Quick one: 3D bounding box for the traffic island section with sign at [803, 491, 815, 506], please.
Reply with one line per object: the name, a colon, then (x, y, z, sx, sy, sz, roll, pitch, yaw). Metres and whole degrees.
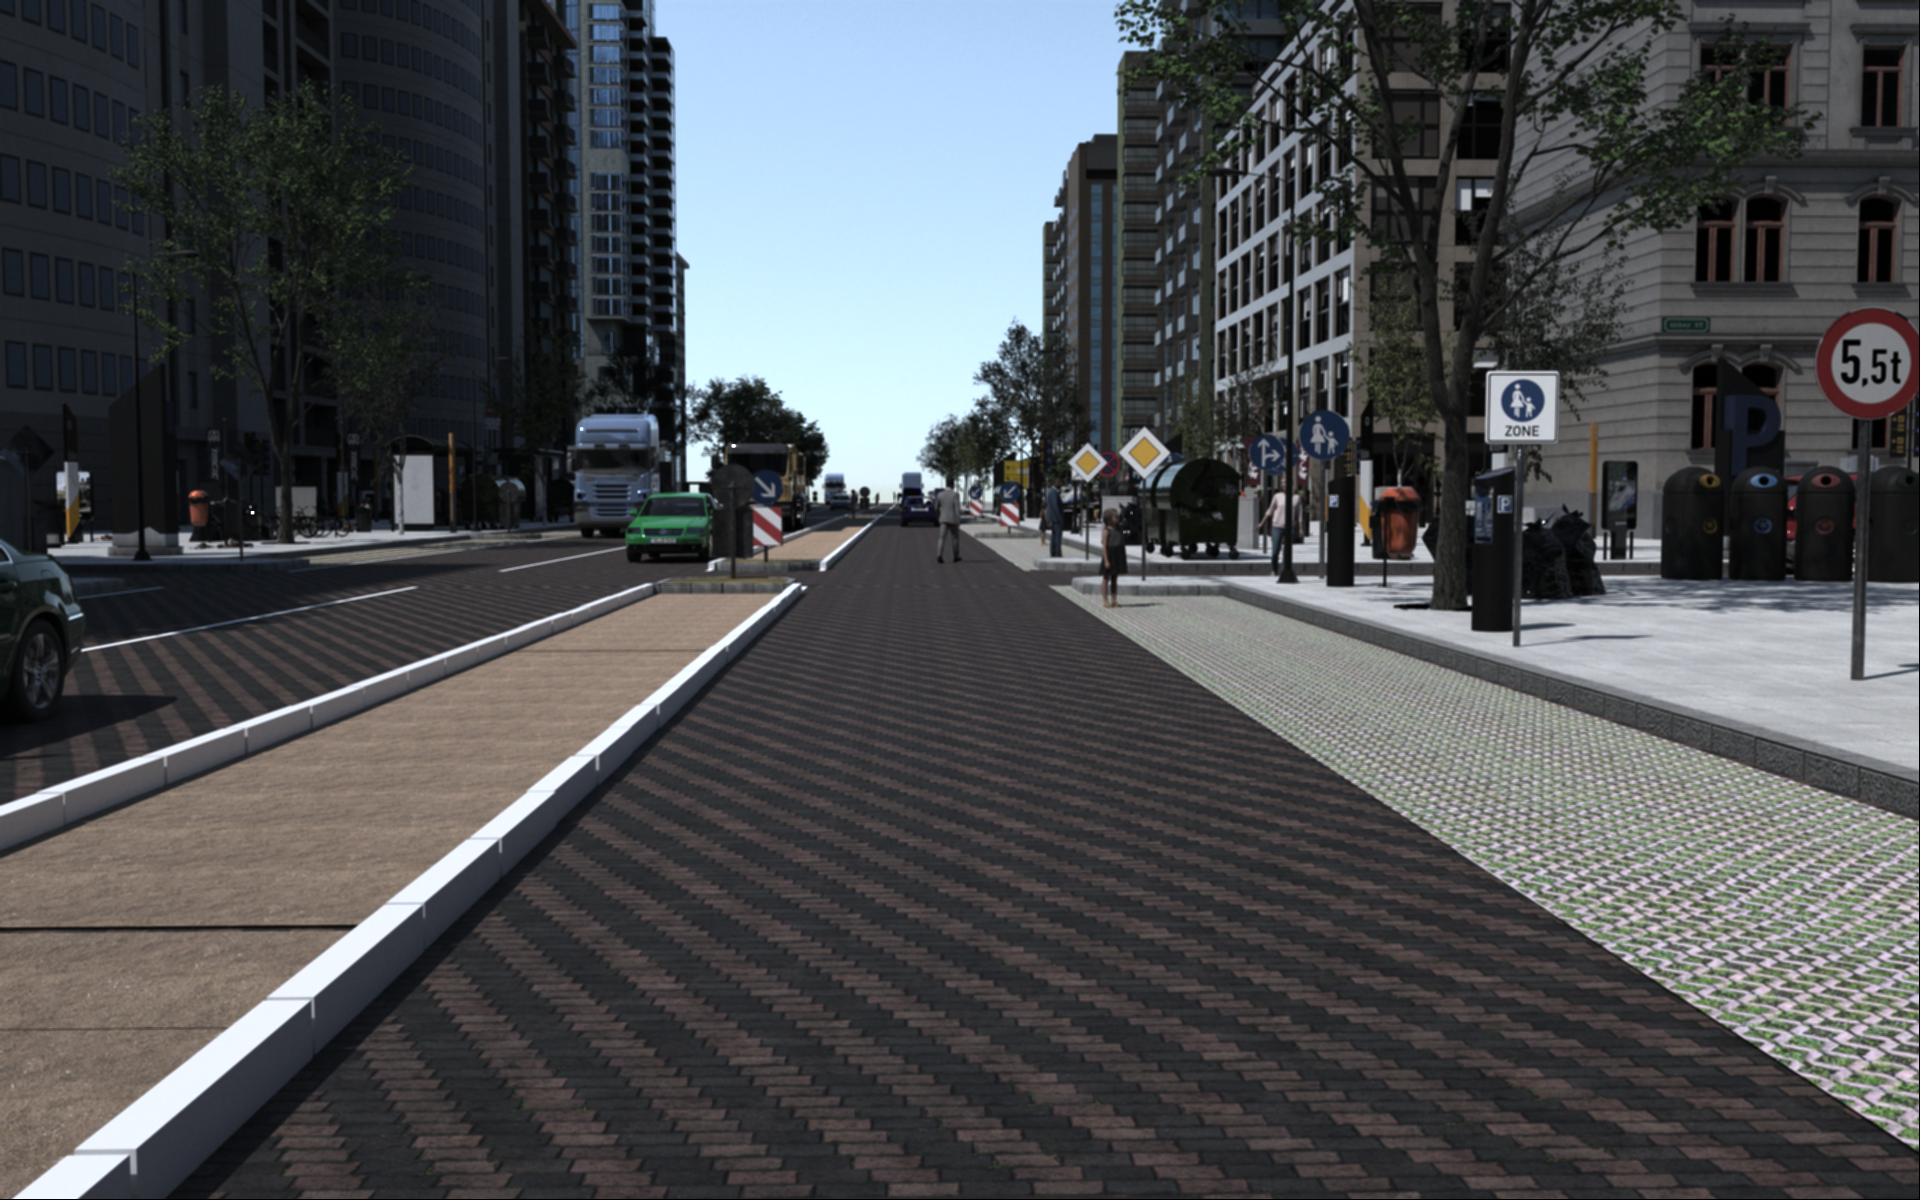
traffic island section with sign: (-19.353, -12.612, 214.840, 1.989, 1.847, 2.006, 0, 4, -2)

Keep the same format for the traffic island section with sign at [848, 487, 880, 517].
traffic island section with sign: (-5.970, -6.118, 108.160, 2.006, 1.907, 1.989, 0, 4, -2)

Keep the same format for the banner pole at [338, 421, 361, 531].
banner pole: (-21.084, -4.271, 59.840, 0.863, 3.779, 0.401, -3, 4, -38)

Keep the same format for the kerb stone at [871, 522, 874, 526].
kerb stone: (-3.824, -3.111, 73.065, 0.120, 0.150, 1.000, 0, 4, -2)

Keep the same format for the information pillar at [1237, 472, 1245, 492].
information pillar: (9.134, -3.201, 56.823, 0.304, 2.012, 0.304, 2, 4, 32)

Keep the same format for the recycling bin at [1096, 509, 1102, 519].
recycling bin: (7.503, -4.758, 90.341, 0.722, 1.027, 0.722, 1, 4, 20)

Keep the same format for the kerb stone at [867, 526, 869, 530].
kerb stone: (-3.571, -2.610, 64.873, 0.120, 0.150, 1.000, 0, 4, -2)

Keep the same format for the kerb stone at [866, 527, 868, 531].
kerb stone: (-3.508, -2.482, 62.810, 0.120, 0.150, 1.000, 0, 4, -2)

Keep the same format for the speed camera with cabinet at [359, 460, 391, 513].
speed camera with cabinet: (-31.018, -5.983, 92.165, 0.660, 3.252, 2.038, 3, 5, 40)

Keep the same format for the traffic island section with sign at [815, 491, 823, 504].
traffic island section with sign: (-20.186, -14.274, 242.011, 1.989, 1.847, 2.006, 0, 4, -2)

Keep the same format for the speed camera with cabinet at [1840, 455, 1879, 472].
speed camera with cabinet: (22.199, -2.882, 41.455, 2.038, 3.252, 0.660, 0, 4, 1)

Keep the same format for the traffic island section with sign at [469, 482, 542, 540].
traffic island section with sign: (-14.437, -2.847, 55.181, 1.989, 1.847, 2.006, 0, 4, -2)

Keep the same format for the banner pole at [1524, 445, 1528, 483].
banner pole: (14.968, -3.422, 45.964, 0.401, 3.779, 0.863, 2, 4, 32)

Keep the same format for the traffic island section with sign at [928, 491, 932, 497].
traffic island section with sign: (-1.746, -9.290, 160.526, 1.989, 1.847, 2.006, 0, 4, -2)

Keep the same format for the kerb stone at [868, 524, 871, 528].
kerb stone: (-3.674, -2.799, 67.954, 0.120, 0.150, 1.000, 0, 4, -2)

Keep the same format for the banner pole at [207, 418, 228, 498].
banner pole: (-24.331, -4.092, 56.921, 0.401, 3.779, 0.863, 3, 4, 38)

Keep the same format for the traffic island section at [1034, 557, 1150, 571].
traffic island section: (2.487, -0.691, 33.584, 2.009, 0.180, 2.903, 0, 4, -2)

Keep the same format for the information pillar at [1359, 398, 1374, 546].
information pillar: (10.002, -3.135, 42.606, 0.183, 3.616, 0.504, -1, 4, -16)

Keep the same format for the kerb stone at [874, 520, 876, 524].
kerb stone: (-3.984, -3.424, 78.199, 0.120, 0.150, 1.000, 0, 4, -2)

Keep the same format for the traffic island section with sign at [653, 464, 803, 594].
traffic island section with sign: (-3.432, -1.071, 25.653, 2.006, 1.907, 1.989, 0, 4, -2)

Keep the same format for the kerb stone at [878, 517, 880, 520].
kerb stone: (-4.305, -4.053, 88.455, 0.120, 0.150, 1.000, 0, 4, -2)

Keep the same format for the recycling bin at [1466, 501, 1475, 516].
recycling bin: (19.779, -3.313, 66.722, 0.722, 1.027, 0.722, -2, 4, -33)

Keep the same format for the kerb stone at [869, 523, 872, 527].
kerb stone: (-3.734, -2.924, 69.997, 0.120, 0.150, 1.000, 0, 4, -2)

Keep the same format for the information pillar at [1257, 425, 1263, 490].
information pillar: (10.201, -4.134, 58.951, 0.183, 3.616, 0.504, 0, 4, -5)

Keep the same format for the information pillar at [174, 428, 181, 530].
information pillar: (-27.688, -4.272, 61.199, 0.183, 3.616, 0.504, -2, 4, -26)

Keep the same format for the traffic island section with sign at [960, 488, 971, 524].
traffic island section with sign: (0.612, -4.574, 83.406, 1.989, 1.847, 2.006, 0, 4, -2)

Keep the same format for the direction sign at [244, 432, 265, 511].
direction sign: (-26.049, -4.382, 63.637, 0.876, 3.537, 0.379, 3, 5, 44)

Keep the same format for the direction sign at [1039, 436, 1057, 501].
direction sign: (3.365, -4.666, 68.283, 0.379, 3.537, 0.876, -2, 4, -30)

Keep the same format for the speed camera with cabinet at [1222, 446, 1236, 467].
speed camera with cabinet: (10.923, -4.746, 71.927, 0.660, 3.252, 2.038, -1, 4, -17)

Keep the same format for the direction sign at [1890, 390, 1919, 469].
direction sign: (20.113, -2.734, 36.704, 0.379, 3.537, 0.876, -2, 4, -28)

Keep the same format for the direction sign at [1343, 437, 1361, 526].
direction sign: (15.646, -4.702, 68.868, 0.876, 3.537, 0.379, 3, 4, 36)

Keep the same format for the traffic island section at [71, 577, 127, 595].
traffic island section: (-13.501, -0.173, 25.110, 2.009, 0.180, 2.903, 0, 4, -2)

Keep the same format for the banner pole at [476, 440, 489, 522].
banner pole: (-21.934, -5.498, 79.901, 0.401, 3.779, 0.863, 0, 4, -3)

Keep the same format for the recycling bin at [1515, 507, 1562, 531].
recycling bin: (11.066, -1.270, 33.311, 0.722, 1.027, 0.722, -1, 4, -21)

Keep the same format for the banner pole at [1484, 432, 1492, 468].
banner pole: (21.171, -4.838, 69.124, 0.863, 3.779, 0.401, 1, 4, 21)

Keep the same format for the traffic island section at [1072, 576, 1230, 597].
traffic island section: (2.733, -0.203, 25.603, 2.009, 0.180, 2.903, 0, 4, -2)

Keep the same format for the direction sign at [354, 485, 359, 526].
direction sign: (-24.326, -4.768, 69.947, 0.379, 3.537, 0.876, 0, 4, -6)

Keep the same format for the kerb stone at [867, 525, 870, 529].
kerb stone: (-3.601, -2.671, 65.899, 0.120, 0.150, 1.000, 0, 4, -2)

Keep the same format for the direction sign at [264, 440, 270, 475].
direction sign: (-29.092, -4.903, 72.161, 0.379, 3.537, 0.876, 2, 4, 23)

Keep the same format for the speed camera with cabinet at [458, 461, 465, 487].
speed camera with cabinet: (-29.421, -6.784, 105.251, 2.038, 3.252, 0.660, -2, 4, -31)

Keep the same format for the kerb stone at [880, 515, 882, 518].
kerb stone: (-4.516, -4.483, 95.635, 0.120, 0.150, 1.000, 0, 4, -2)

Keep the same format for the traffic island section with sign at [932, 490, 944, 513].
traffic island section with sign: (-0.917, -7.643, 133.583, 1.989, 1.847, 2.006, 0, 4, -2)

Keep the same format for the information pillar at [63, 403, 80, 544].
information pillar: (-22.941, -3.263, 44.703, 0.183, 3.616, 0.504, 0, 4, 4)

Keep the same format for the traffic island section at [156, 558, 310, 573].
traffic island section: (-13.746, -0.661, 33.092, 2.009, 0.180, 2.903, 0, 4, -2)

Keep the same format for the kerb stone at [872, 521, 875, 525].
kerb stone: (-3.880, -3.237, 75.115, 0.120, 0.150, 1.000, 0, 4, -2)

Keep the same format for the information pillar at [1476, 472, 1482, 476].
information pillar: (17.416, -3.264, 57.866, 0.304, 2.012, 0.304, 0, 4, -6)

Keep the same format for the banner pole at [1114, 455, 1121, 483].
banner pole: (9.929, -7.274, 108.946, 0.863, 3.779, 0.401, -3, 5, -44)

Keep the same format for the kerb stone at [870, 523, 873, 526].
kerb stone: (-3.752, -2.986, 71.019, 0.120, 0.150, 1.000, 0, 4, -2)

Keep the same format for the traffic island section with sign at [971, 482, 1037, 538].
traffic island section with sign: (1.464, -2.926, 56.464, 1.989, 1.847, 2.006, 0, 4, -2)

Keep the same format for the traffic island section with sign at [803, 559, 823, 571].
traffic island section with sign: (-3.650, -1.524, 33.057, 2.006, 1.907, 1.989, 0, 4, -2)

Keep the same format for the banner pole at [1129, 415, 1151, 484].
banner pole: (5.734, -3.963, 54.813, 0.863, 3.779, 0.401, 1, 4, 12)

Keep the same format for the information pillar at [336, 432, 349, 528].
information pillar: (-23.222, -4.510, 65.097, 0.183, 3.616, 0.504, 2, 4, 25)
